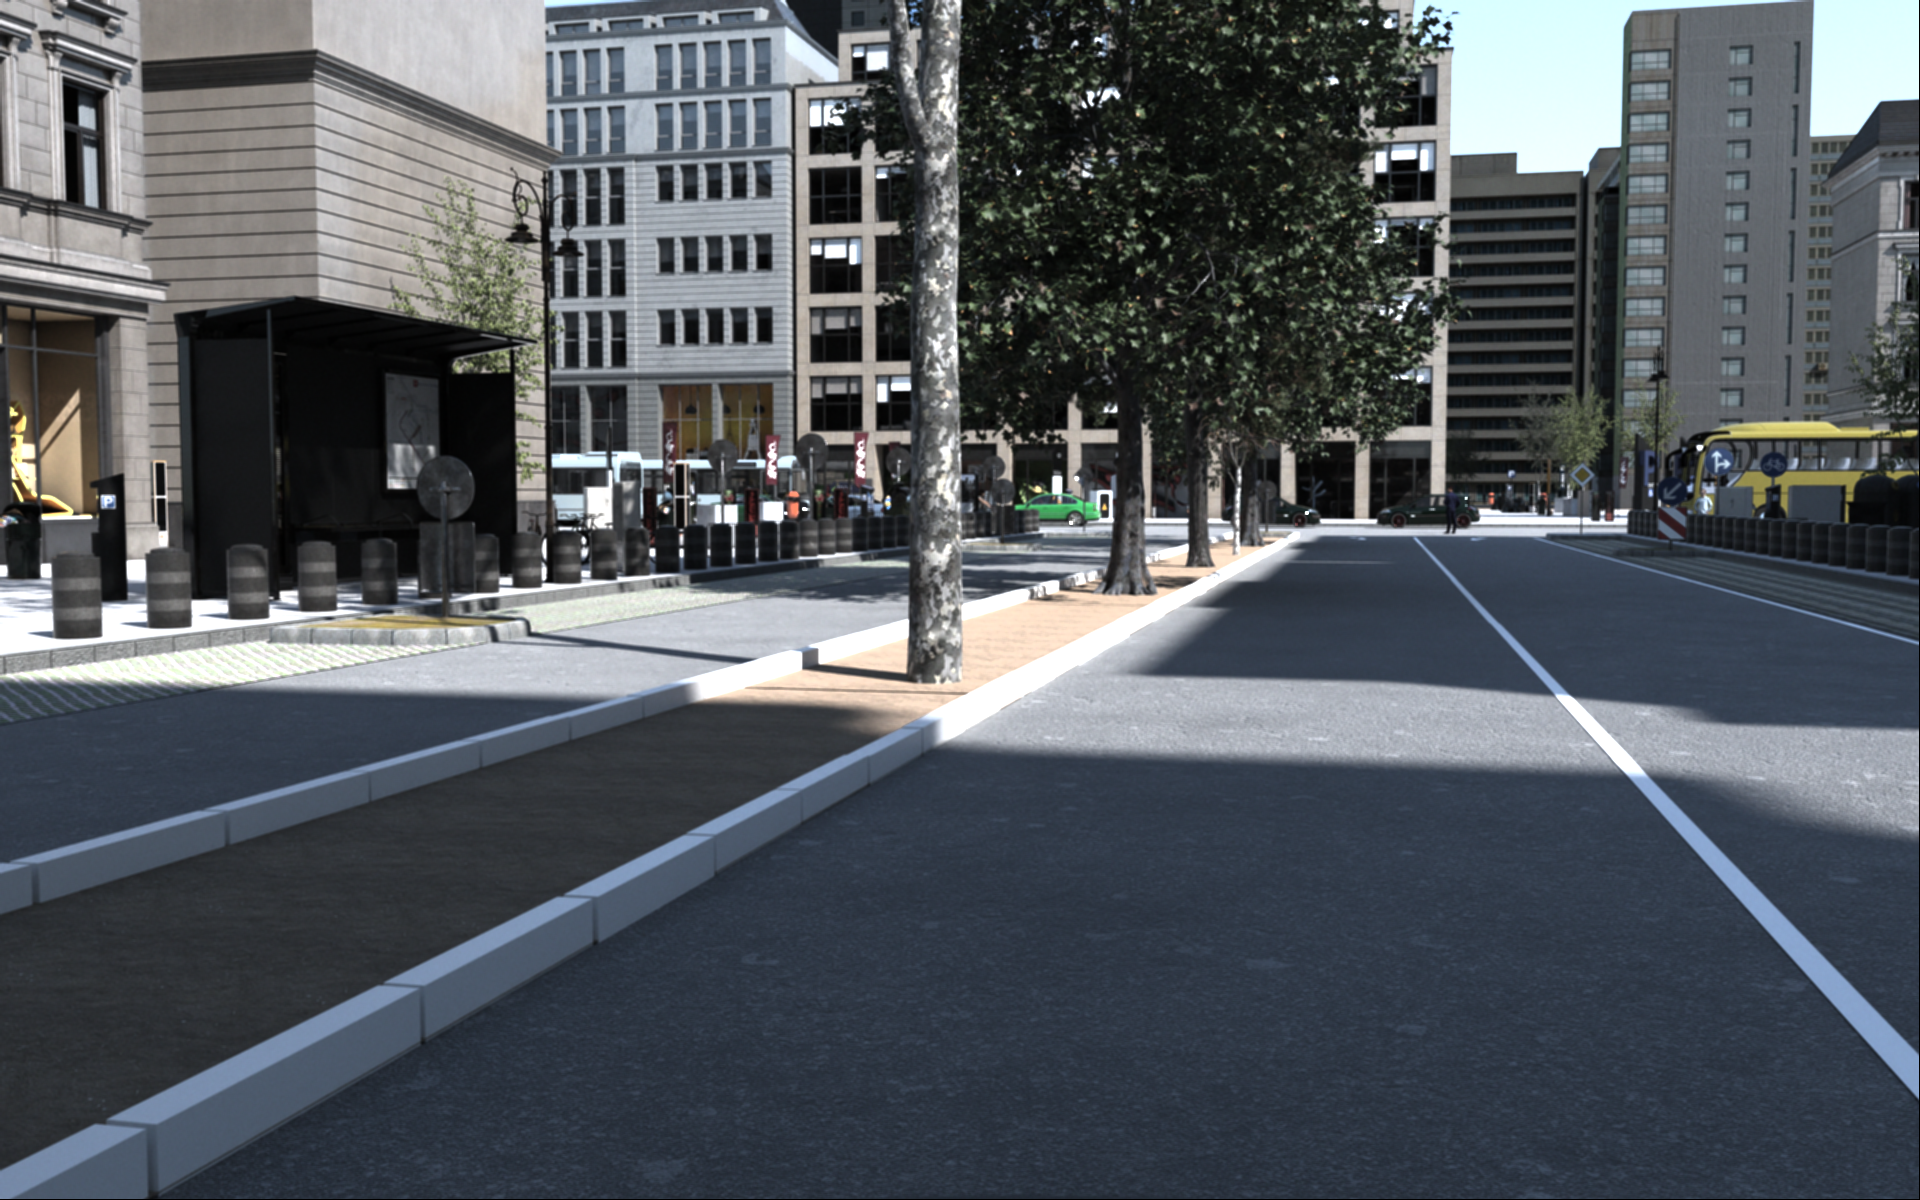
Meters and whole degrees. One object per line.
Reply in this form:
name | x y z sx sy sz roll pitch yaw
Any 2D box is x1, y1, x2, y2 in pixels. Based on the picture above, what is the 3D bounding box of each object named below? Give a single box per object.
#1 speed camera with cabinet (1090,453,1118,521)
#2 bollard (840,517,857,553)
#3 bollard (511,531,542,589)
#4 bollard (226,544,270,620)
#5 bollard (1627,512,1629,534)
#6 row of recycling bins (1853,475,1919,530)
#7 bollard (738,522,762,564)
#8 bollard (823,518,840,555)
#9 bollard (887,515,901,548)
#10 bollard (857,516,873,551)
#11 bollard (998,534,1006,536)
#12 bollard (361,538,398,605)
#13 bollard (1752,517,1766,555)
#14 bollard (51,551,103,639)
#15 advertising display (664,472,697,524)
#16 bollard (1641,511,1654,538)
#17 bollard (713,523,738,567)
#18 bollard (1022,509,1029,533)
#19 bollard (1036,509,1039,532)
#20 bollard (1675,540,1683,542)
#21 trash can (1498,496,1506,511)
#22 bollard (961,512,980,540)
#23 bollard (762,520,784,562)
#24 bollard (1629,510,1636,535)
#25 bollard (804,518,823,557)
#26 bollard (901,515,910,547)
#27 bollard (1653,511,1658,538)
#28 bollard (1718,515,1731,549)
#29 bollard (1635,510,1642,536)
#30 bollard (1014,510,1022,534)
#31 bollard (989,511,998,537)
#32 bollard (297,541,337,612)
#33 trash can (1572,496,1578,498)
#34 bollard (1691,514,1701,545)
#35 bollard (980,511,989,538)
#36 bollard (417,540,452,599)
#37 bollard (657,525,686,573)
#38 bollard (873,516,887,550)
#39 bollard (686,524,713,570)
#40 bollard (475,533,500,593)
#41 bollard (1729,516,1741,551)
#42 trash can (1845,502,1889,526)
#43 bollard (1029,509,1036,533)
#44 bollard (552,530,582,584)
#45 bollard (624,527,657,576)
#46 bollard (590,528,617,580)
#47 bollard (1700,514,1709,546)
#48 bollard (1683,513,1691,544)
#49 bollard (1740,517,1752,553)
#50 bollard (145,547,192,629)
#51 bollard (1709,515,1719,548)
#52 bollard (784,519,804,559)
speed camera with cabinet | 7.064 -5.360 81.970 2.038 3.252 0.660 -3 4 -39
bollard | -2.551 -1.410 37.778 0.404 0.777 0.398 0 3 0
bollard | -5.922 -0.548 23.682 0.404 0.777 0.398 0 3 0
bollard | -7.321 -0.189 17.808 0.404 0.777 0.398 0 3 0
bollard | 21.613 -2.496 55.530 0.404 0.777 0.398 0 3 0
row of recycling bins | 20.909 -1.847 37.307 3.534 1.692 1.069 -1 4 -9
bollard | -3.954 -1.052 31.911 0.404 0.777 0.398 0 3 0
bollard | -2.832 -1.339 36.609 0.404 0.777 0.398 0 3 0
bollard | -1.715 -1.625 41.294 0.404 0.777 0.398 0 3 0
bollard | -2.270 -1.482 38.953 0.404 0.777 0.398 0 3 0
bollard | 1.093 -2.344 53.034 0.404 0.777 0.398 0 3 0
bollard | -6.759 -0.333 20.164 0.404 0.777 0.398 0 3 0
bollard | 17.125 -1.348 36.764 0.404 0.777 0.398 0 3 0
bollard | -7.884 -0.046 15.462 0.404 0.777 0.398 0 3 0
advertising display | -8.117 -2.753 50.217 0.974 1.923 0.123 1 4 9
bollard | 20.765 -2.281 52.007 0.404 0.777 0.398 0 3 0
bollard | -4.239 -0.979 30.727 0.404 0.777 0.398 0 3 0
bollard | 1.929 -2.558 56.546 0.404 0.777 0.398 0 3 0
bollard | 2.492 -2.701 58.882 0.404 0.777 0.398 0 3 0
bollard | 19.366 -1.922 46.136 0.404 0.777 0.398 0 3 0
trash can | 41.694 -7.434 133.195 0.748 1.137 0.748 0 3 0
bollard | 0.255 -2.128 49.511 0.404 0.777 0.398 0 3 0
bollard | -3.668 -1.124 33.101 0.404 0.777 0.398 0 3 0
bollard | 21.326 -2.424 54.353 0.404 0.777 0.398 0 3 0
bollard | -3.109 -1.267 35.440 0.404 0.777 0.398 0 3 0
bollard | -1.428 -1.698 42.473 0.404 0.777 0.398 0 3 0
bollard | 20.206 -2.137 49.664 0.404 0.777 0.398 0 3 0
bollard | 17.960 -1.563 40.277 0.404 0.777 0.398 0 3 0
bollard | 21.045 -2.352 53.176 0.404 0.777 0.398 0 3 0
bollard | 1.655 -2.487 55.376 0.404 0.777 0.398 0 3 0
bollard | 0.815 -2.272 51.865 0.404 0.777 0.398 0 3 0
bollard | -7.043 -0.261 18.977 0.404 0.777 0.398 0 3 0
trash can | 42.794 -6.630 120.059 0.748 1.137 0.748 0 3 0
bollard | 18.806 -1.778 43.794 0.404 0.777 0.398 0 3 0
bollard | 0.530 -2.200 50.681 0.404 0.777 0.398 0 3 0
bollard | -6.477 -0.405 21.344 0.404 0.777 0.398 0 3 0
bollard | -4.793 -0.836 28.382 0.404 0.777 0.398 0 3 0
bollard | -1.990 -1.554 40.122 0.404 0.777 0.398 0 3 0
bollard | -4.519 -0.908 29.558 0.404 0.777 0.398 0 3 0
bollard | -6.198 -0.477 22.513 0.404 0.777 0.398 0 3 0
bollard | 17.688 -1.492 39.105 0.404 0.777 0.398 0 3 0
trash can | 17.100 -1.286 32.687 0.748 1.137 0.748 0 3 0
bollard | 2.210 -2.630 57.714 0.404 0.777 0.398 0 3 0
bollard | -5.638 -0.620 24.850 0.404 0.777 0.398 0 3 0
bollard | -5.073 -0.763 27.199 0.404 0.777 0.398 0 3 0
bollard | -5.357 -0.692 26.031 0.404 0.777 0.398 0 3 0
bollard | 18.525 -1.707 42.621 0.404 0.777 0.398 0 3 0
bollard | 19.084 -1.850 44.968 0.404 0.777 0.398 0 3 0
bollard | 17.406 -1.420 37.932 0.404 0.777 0.398 0 3 0
bollard | -7.603 -0.118 16.640 0.404 0.777 0.398 0 3 0
bollard | 18.243 -1.635 41.449 0.404 0.777 0.398 0 3 0
bollard | -3.386 -1.196 34.269 0.404 0.777 0.398 0 3 0
